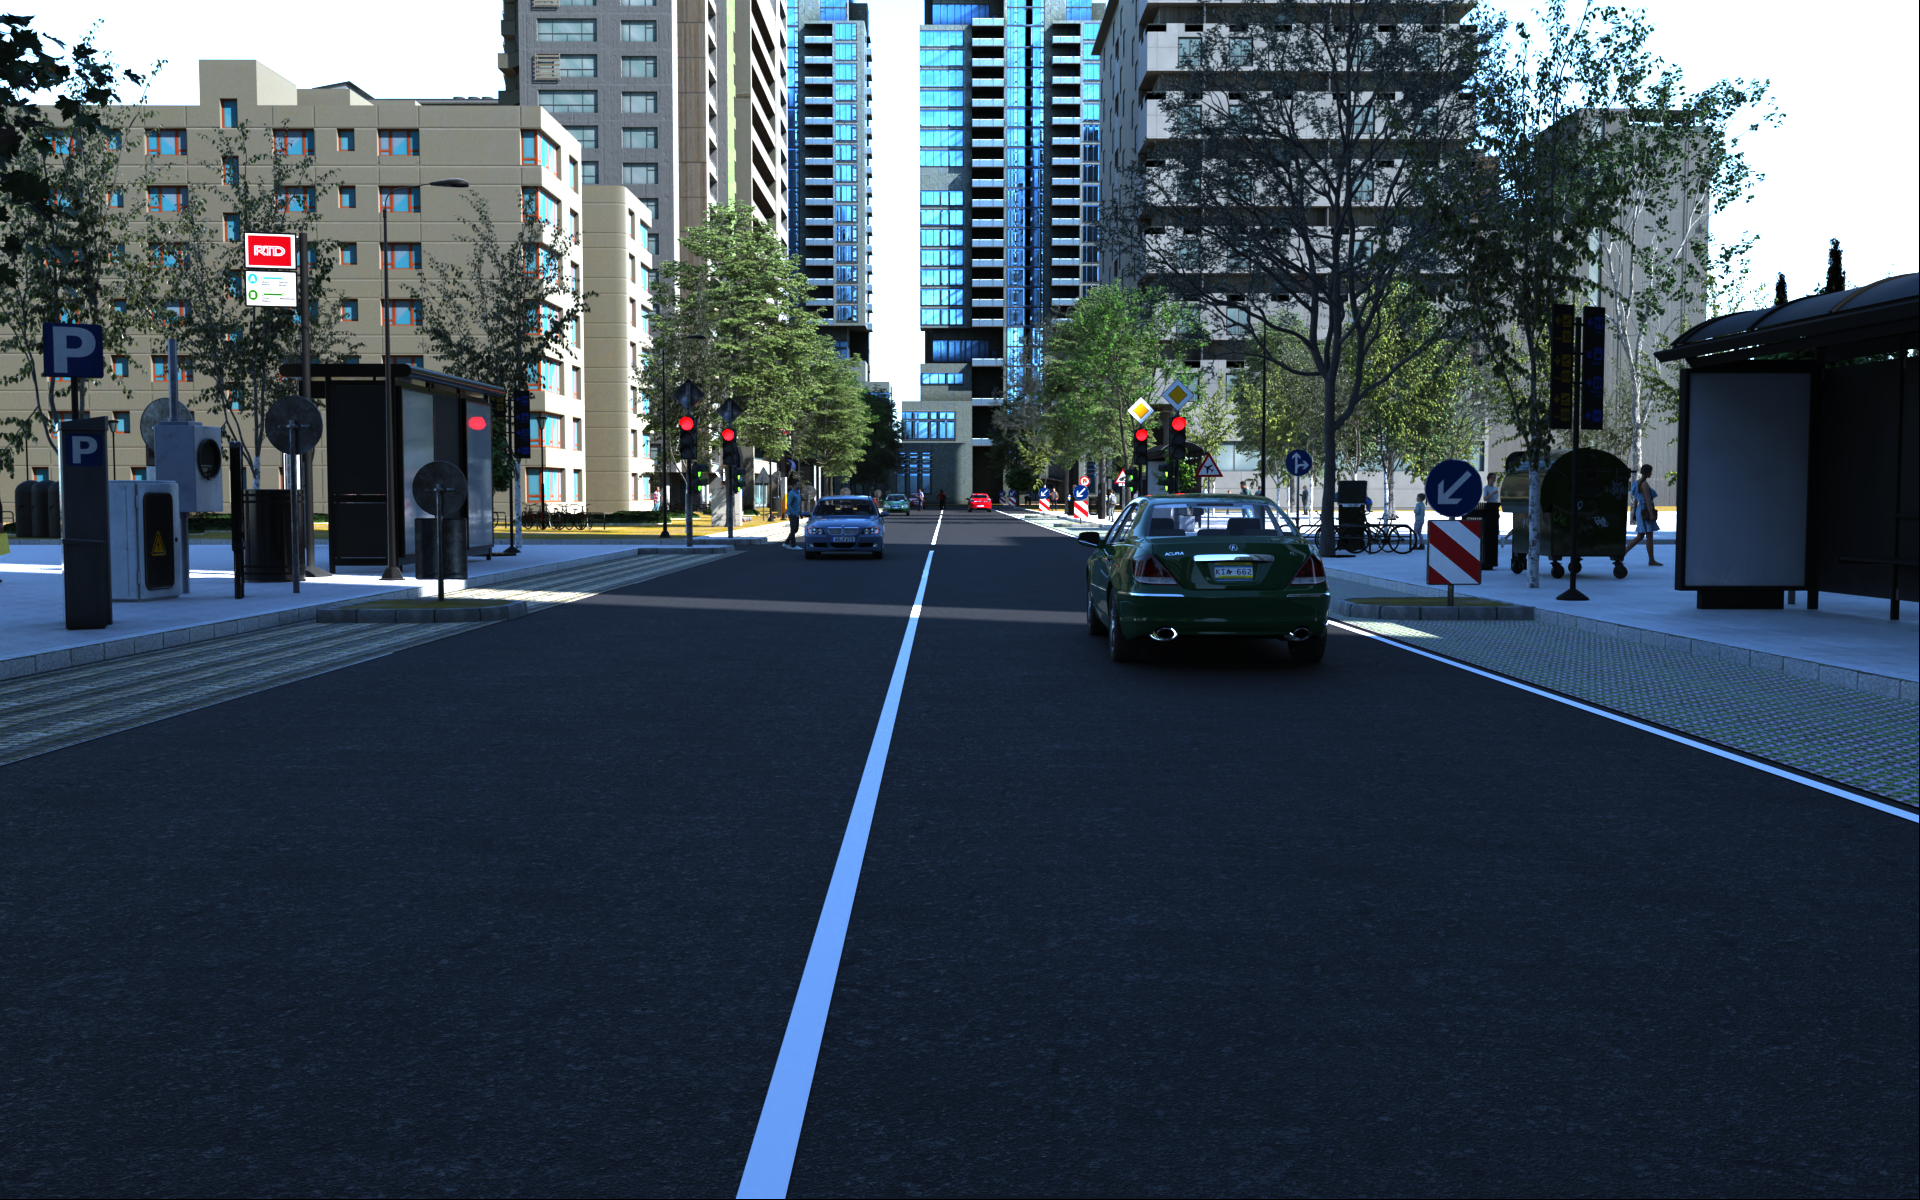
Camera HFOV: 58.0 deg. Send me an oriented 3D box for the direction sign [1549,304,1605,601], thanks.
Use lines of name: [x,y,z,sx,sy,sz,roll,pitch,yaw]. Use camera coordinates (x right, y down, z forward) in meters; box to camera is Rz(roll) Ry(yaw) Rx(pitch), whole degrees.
direction sign: [7.428,-1.767,20.896,0.876,3.537,0.379,-2,4,-28]

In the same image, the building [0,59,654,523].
building: [-32.561,-15.088,91.723,27.650,21.520,28.899,0,4,0]

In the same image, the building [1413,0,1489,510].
building: [28.453,-34.386,151.447,28.713,52.752,27.495,0,4,0]

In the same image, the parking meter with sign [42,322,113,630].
parking meter with sign: [-8.671,-1.273,17.076,0.543,3.016,1.738,-2,4,-29]

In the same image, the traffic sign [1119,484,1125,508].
traffic sign: [8.543,-5.376,90.023,0.606,2.300,0.079,0,4,2]

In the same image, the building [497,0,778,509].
building: [-27.497,-32.174,149.748,21.300,48.544,21.600,0,4,0]

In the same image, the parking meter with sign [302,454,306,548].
parking meter with sign: [-15.824,-2.756,41.321,0.543,3.016,1.738,-1,4,-10]

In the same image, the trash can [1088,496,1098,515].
trash can: [8.131,-5.724,105.243,0.748,1.137,0.748,0,3,0]

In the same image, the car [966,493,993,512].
car: [1.549,-7.870,137.716,2.155,1.783,4.494,0,4,-1]

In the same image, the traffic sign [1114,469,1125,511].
traffic sign: [8.224,-5.355,87.552,0.884,2.594,0.081,0,4,2]

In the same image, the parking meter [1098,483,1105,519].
parking meter: [7.236,-5.065,88.517,0.255,1.863,0.399,-2,4,-24]

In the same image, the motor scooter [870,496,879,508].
motor scooter: [-7.247,-8.166,146.294,0.815,1.314,1.986,0,3,0]

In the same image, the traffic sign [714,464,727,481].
traffic sign: [-9.936,-4.468,72.789,0.795,2.593,0.064,0,4,0]

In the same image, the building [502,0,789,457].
building: [-32.393,-39.096,181.211,28.212,58.520,21.231,0,4,0]

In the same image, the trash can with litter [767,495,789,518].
trash can with litter: [-9.613,-5.089,94.258,2.233,1.210,1.678,0,4,-5]

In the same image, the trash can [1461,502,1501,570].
trash can: [8.807,-1.082,29.345,0.748,1.137,0.748,0,3,0]

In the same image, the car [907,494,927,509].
car: [-4.343,-9.956,171.813,2.155,1.783,4.494,0,4,-1]

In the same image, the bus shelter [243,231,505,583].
bus shelter: [-9.879,-3.159,29.281,2.179,5.291,8.768,0,4,-1]

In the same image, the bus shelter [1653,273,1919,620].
bus shelter: [8.809,-1.397,16.760,2.014,3.302,5.546,0,4,0]

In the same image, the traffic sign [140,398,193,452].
traffic sign: [-10.480,-1.393,22.882,0.768,2.556,0.104,1,4,9]

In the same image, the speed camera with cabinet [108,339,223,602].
speed camera with cabinet: [-9.907,-1.658,21.452,0.660,3.252,2.038,0,4,5]

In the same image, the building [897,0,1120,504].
building: [6.486,-55.877,226.264,31.000,86.520,22.319,0,4,0]

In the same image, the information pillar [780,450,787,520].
information pillar: [-8.630,-5.719,84.864,0.183,3.616,0.504,-2,4,-31]

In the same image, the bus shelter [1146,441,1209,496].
bus shelter: [8.399,-4.548,68.284,2.014,3.302,5.546,0,4,0]

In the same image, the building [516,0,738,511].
building: [-24.852,-27.415,131.829,14.154,41.232,14.086,0,4,0]

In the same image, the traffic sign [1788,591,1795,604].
traffic sign: [9.695,-1.224,20.117,0.768,2.556,0.104,0,4,3]

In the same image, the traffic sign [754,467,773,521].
traffic sign: [-9.387,-5.060,82.742,0.884,2.594,0.081,0,4,5]

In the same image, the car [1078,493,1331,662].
car: [2.205,-0.270,16.208,2.131,1.459,4.920,0,4,0]

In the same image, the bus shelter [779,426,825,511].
bus shelter: [-9.519,-7.718,103.818,2.179,5.291,8.768,0,4,0]

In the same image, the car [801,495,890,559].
car: [-2.623,-1.701,39.821,2.014,1.417,4.499,0,4,-2]

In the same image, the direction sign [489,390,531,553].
direction sign: [-9.809,-2.802,37.808,0.876,3.537,0.379,-2,4,-29]

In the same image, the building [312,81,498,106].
building: [-68.042,-39.191,230.011,27.495,52.752,28.713,0,4,0]

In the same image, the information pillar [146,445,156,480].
information pillar: [-24.131,-3.690,51.679,0.183,3.616,0.504,0,4,0]

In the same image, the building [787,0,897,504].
building: [-24.516,-55.882,226.337,31.000,86.520,22.319,0,4,0]

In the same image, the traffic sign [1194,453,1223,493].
traffic sign: [7.769,-3.311,54.133,0.884,2.594,0.081,1,4,8]

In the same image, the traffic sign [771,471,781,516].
traffic sign: [-10.060,-5.855,95.827,0.768,2.556,0.104,0,4,1]

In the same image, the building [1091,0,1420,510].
building: [28.928,-36.078,179.121,28.713,52.752,27.495,0,4,0]

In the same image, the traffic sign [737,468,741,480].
traffic sign: [-10.698,-4.988,81.657,0.768,2.556,0.104,0,4,2]

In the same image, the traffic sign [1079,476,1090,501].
traffic sign: [8.730,-7.413,121.312,0.768,2.556,0.104,0,4,3]

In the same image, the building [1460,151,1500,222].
building: [60.105,-35.087,223.785,14.200,45.320,14.600,0,4,0]

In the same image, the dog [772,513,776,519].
dog: [-9.610,-4.309,88.193,0.550,0.427,0.748,0,4,5]

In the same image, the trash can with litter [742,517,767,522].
trash can with litter: [-10.408,-4.217,80.006,1.678,1.210,2.233,2,4,33]

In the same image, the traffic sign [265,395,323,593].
traffic sign: [-8.615,-1.364,22.406,0.768,2.556,0.104,0,4,3]

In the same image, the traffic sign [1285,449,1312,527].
traffic sign: [9.631,-3.012,49.351,0.768,2.556,0.104,0,4,4]

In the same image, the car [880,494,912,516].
car: [-4.275,-6.376,116.051,2.131,1.459,4.920,0,4,-2]

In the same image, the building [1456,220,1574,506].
building: [56.479,-25.359,186.323,14.107,30.474,14.160,0,4,0]

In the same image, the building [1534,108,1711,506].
building: [70.718,-30.779,186.826,14.086,41.232,14.154,0,4,0]

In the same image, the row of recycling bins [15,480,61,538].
row of recycling bins: [-26.560,-2.687,51.052,3.534,1.692,1.069,2,4,29]
